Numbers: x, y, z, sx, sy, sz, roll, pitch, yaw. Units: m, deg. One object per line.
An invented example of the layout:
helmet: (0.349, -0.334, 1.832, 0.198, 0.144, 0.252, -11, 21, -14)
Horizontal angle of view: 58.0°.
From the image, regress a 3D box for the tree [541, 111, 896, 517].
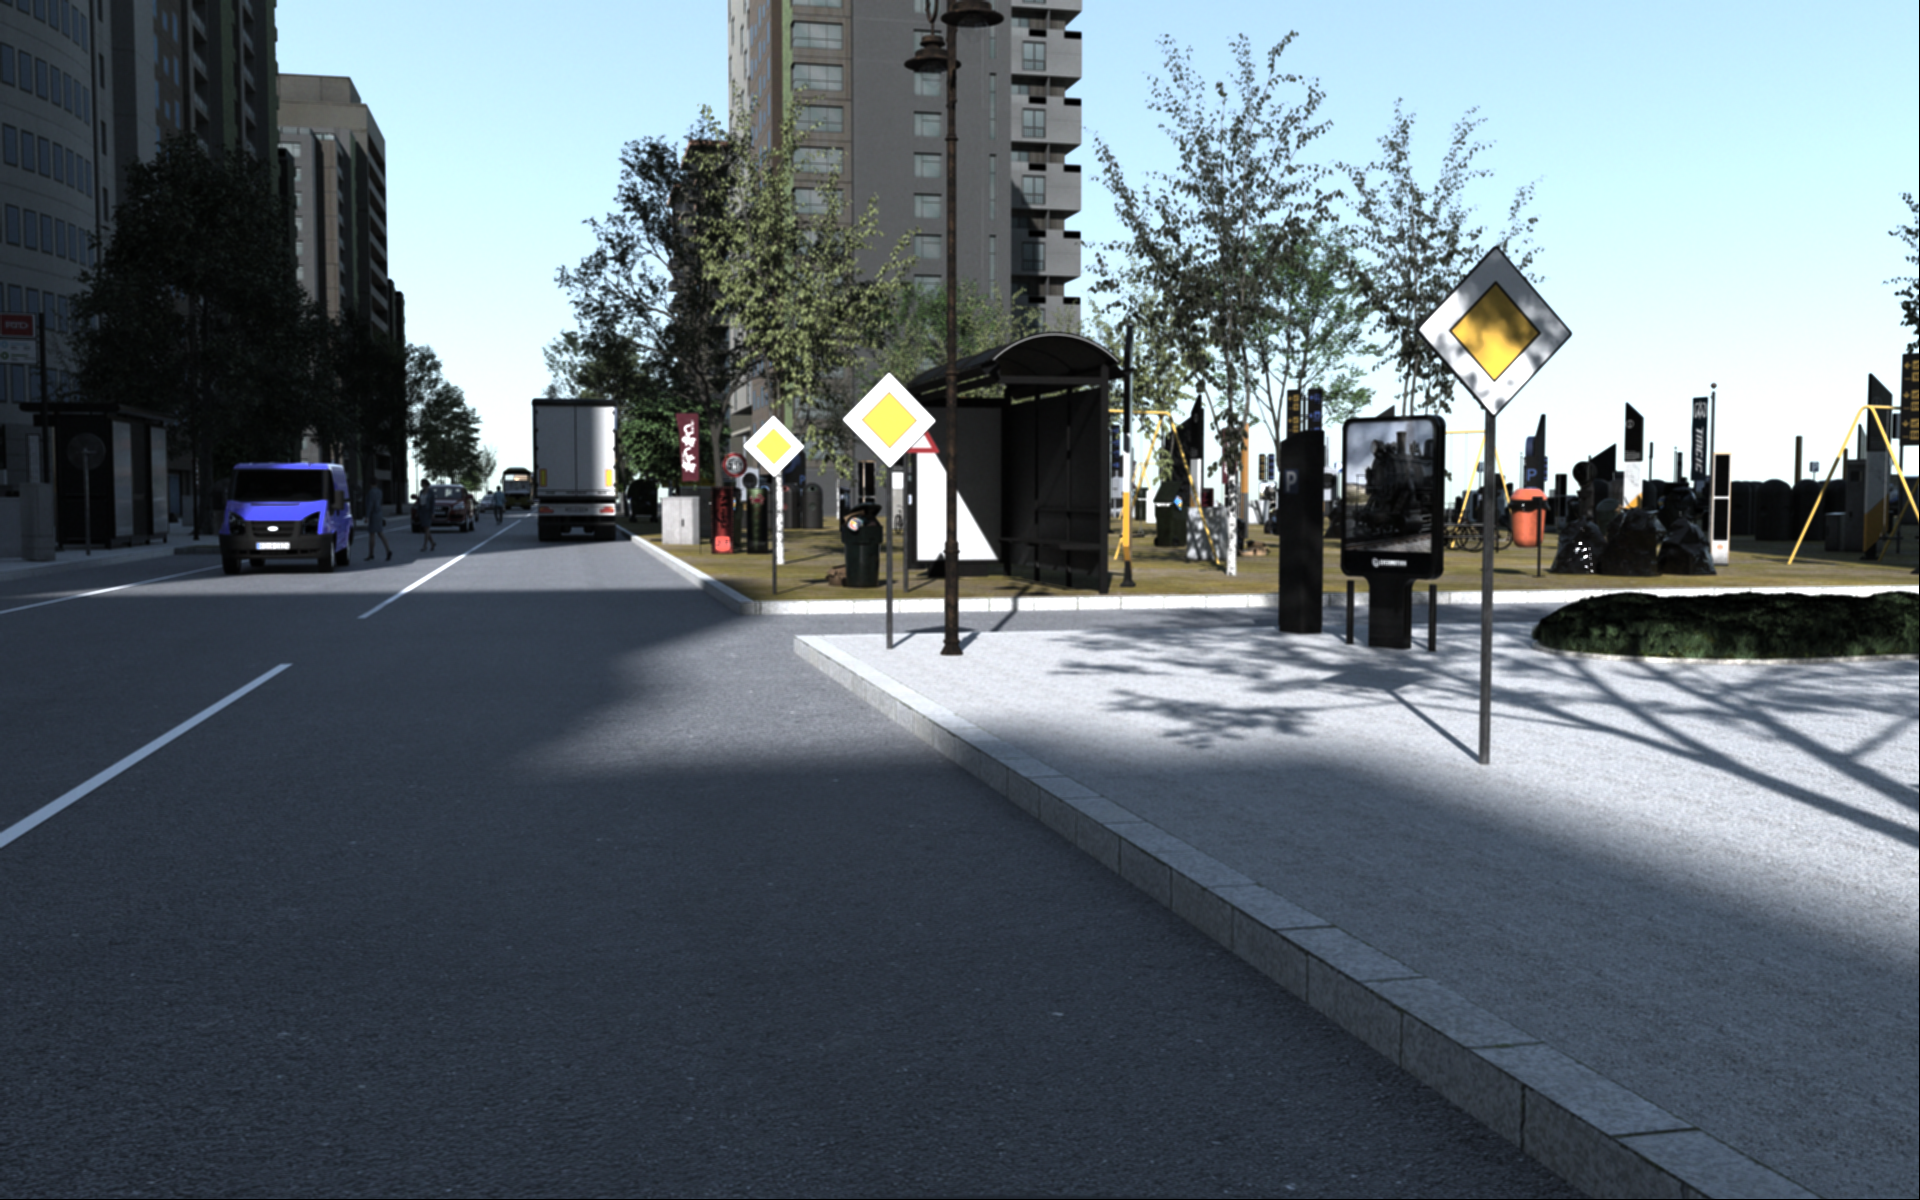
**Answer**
tree: (-5.729, -6.560, 41.661, 8.767, 10.594, 7.601, 0, 4, -4)

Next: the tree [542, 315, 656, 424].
tree: (-35.910, -19.817, 179.897, 12.611, 20.169, 13.585, 0, 3, 0)

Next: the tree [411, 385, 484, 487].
tree: (-53.284, -16.037, 180.324, 7.486, 12.596, 7.792, 0, 3, 0)

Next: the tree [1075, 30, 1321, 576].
tree: (4.045, -4.687, 26.994, 4.360, 8.622, 3.978, 0, 3, 0)

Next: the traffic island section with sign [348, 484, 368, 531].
traffic island section with sign: (-23.886, -3.655, 68.390, 1.989, 1.847, 2.006, -1, 4, -13)

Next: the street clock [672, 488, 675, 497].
street clock: (-14.876, -5.190, 89.430, 0.471, 2.002, 0.358, -3, 5, -39)

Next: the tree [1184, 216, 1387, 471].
tree: (12.316, -8.576, 65.965, 9.928, 11.665, 9.643, 0, 3, 0)

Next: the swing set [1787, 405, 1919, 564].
swing set: (17.031, -2.051, 31.151, 3.119, 2.851, 2.862, -2, 4, -31)

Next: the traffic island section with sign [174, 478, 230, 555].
traffic island section with sign: (-17.862, -2.048, 42.114, 1.989, 1.847, 2.006, -1, 4, -13)

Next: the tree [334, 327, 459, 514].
tree: (-35.696, -11.229, 109.350, 9.928, 11.665, 9.643, 0, 3, 0)

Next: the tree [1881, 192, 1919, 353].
tree: (22.937, -5.425, 39.064, 4.737, 8.622, 4.395, 0, 3, 0)

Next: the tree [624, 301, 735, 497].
tree: (-10.949, -7.078, 66.081, 4.360, 8.622, 3.978, 0, 3, 0)

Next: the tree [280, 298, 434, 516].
tree: (-29.397, -9.020, 81.896, 7.601, 10.594, 8.767, 0, 4, -3)

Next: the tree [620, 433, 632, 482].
tree: (-42.950, -17.557, 204.071, 9.611, 12.733, 9.660, 0, 3, 0)

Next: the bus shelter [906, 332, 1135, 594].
bus shelter: (0.596, -1.861, 24.356, 2.014, 3.302, 5.546, -1, 4, -13)

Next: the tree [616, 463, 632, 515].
tree: (-20.751, -6.795, 105.707, 1.663, 3.219, 1.824, 0, 3, 0)

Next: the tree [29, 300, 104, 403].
tree: (-31.496, -6.901, 63.190, 4.360, 8.622, 3.978, 0, 3, 0)

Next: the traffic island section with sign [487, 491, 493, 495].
traffic island section with sign: (-53.568, -11.569, 197.788, 1.989, 1.847, 2.006, -1, 4, -13)

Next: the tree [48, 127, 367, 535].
tree: (-23.713, -8.408, 54.482, 9.611, 12.733, 9.660, 0, 3, 0)

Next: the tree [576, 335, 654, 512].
tree: (-24.559, -12.592, 124.009, 7.486, 12.596, 7.792, 0, 3, 0)

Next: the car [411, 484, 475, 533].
car: (-19.704, -3.513, 66.116, 2.281, 1.827, 5.304, -1, 4, -12)

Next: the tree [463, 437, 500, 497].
tree: (-61.204, -16.388, 218.307, 4.360, 8.622, 3.978, 0, 3, 0)

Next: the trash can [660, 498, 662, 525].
trash can: (-11.594, -3.504, 68.951, 0.748, 1.137, 0.748, 0, 3, 0)

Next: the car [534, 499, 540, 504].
car: (-57.601, -13.565, 234.142, 2.083, 1.381, 4.827, -1, 4, -13)

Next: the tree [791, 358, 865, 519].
tree: (-6.327, -8.429, 88.183, 4.360, 8.622, 3.978, 0, 3, 0)

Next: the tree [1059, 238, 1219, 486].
tree: (5.586, -6.039, 49.100, 4.737, 8.622, 4.395, 0, 3, 0)

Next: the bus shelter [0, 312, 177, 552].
bus shelter: (-20.680, -3.879, 41.046, 2.179, 5.291, 8.768, -1, 4, -13)

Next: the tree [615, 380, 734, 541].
tree: (-7.849, -3.917, 47.752, 4.285, 4.588, 4.351, 0, 3, 0)

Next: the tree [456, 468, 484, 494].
tree: (-58.904, -13.744, 208.435, 4.285, 4.588, 4.351, 0, 3, 0)

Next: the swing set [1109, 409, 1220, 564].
swing set: (2.878, -2.111, 32.138, 3.119, 2.851, 2.862, -3, 4, -37)

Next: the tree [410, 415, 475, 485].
tree: (-48.237, -12.792, 159.517, 4.737, 8.622, 4.395, 0, 3, 0)

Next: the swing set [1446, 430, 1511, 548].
swing set: (12.098, -2.797, 43.348, 2.862, 2.851, 3.119, -3, 4, -38)

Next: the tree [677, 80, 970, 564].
tree: (-3.097, -4.954, 31.355, 4.737, 8.622, 4.395, 0, 3, 0)

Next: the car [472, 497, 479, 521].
car: (-26.006, -4.908, 90.026, 2.009, 1.686, 4.222, -1, 4, -12)

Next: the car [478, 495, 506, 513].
car: (-36.585, -7.533, 135.528, 2.083, 1.381, 4.827, -1, 4, -12)

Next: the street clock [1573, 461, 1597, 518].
street clock: (13.873, -2.075, 38.496, 0.471, 2.002, 0.358, 3, 5, 44)

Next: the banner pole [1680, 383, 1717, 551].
banner pole: (16.861, -3.011, 39.249, 0.401, 3.779, 0.863, -1, 4, -20)

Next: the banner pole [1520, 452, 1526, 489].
banner pole: (33.554, -6.910, 103.000, 0.401, 3.779, 0.863, -3, 5, -39)

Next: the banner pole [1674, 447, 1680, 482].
banner pole: (37.765, -6.187, 91.181, 0.401, 3.779, 0.863, -1, 4, -10)

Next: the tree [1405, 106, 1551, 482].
tree: (8.902, -5.053, 32.975, 4.360, 8.622, 3.978, 0, 3, 0)

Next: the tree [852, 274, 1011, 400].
tree: (-1.301, -9.566, 82.157, 9.928, 11.665, 9.643, 0, 3, 0)

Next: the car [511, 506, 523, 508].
car: (-46.183, -10.389, 179.639, 2.009, 1.686, 4.222, -1, 4, -11)

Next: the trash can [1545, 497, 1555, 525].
trash can: (25.335, -3.859, 74.742, 0.748, 1.137, 0.748, 0, 3, 0)

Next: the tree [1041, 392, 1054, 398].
tree: (5.449, -7.378, 70.994, 4.360, 8.622, 3.978, 0, 3, 0)

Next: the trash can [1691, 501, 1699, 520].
trash can: (35.990, -4.495, 85.151, 0.748, 1.137, 0.748, 0, 3, 0)

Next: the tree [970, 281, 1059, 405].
tree: (1.012, -6.648, 59.061, 4.737, 8.622, 4.395, 0, 3, 0)

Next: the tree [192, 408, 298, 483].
tree: (-25.969, -4.863, 63.220, 4.285, 4.588, 4.351, 0, 3, 0)
